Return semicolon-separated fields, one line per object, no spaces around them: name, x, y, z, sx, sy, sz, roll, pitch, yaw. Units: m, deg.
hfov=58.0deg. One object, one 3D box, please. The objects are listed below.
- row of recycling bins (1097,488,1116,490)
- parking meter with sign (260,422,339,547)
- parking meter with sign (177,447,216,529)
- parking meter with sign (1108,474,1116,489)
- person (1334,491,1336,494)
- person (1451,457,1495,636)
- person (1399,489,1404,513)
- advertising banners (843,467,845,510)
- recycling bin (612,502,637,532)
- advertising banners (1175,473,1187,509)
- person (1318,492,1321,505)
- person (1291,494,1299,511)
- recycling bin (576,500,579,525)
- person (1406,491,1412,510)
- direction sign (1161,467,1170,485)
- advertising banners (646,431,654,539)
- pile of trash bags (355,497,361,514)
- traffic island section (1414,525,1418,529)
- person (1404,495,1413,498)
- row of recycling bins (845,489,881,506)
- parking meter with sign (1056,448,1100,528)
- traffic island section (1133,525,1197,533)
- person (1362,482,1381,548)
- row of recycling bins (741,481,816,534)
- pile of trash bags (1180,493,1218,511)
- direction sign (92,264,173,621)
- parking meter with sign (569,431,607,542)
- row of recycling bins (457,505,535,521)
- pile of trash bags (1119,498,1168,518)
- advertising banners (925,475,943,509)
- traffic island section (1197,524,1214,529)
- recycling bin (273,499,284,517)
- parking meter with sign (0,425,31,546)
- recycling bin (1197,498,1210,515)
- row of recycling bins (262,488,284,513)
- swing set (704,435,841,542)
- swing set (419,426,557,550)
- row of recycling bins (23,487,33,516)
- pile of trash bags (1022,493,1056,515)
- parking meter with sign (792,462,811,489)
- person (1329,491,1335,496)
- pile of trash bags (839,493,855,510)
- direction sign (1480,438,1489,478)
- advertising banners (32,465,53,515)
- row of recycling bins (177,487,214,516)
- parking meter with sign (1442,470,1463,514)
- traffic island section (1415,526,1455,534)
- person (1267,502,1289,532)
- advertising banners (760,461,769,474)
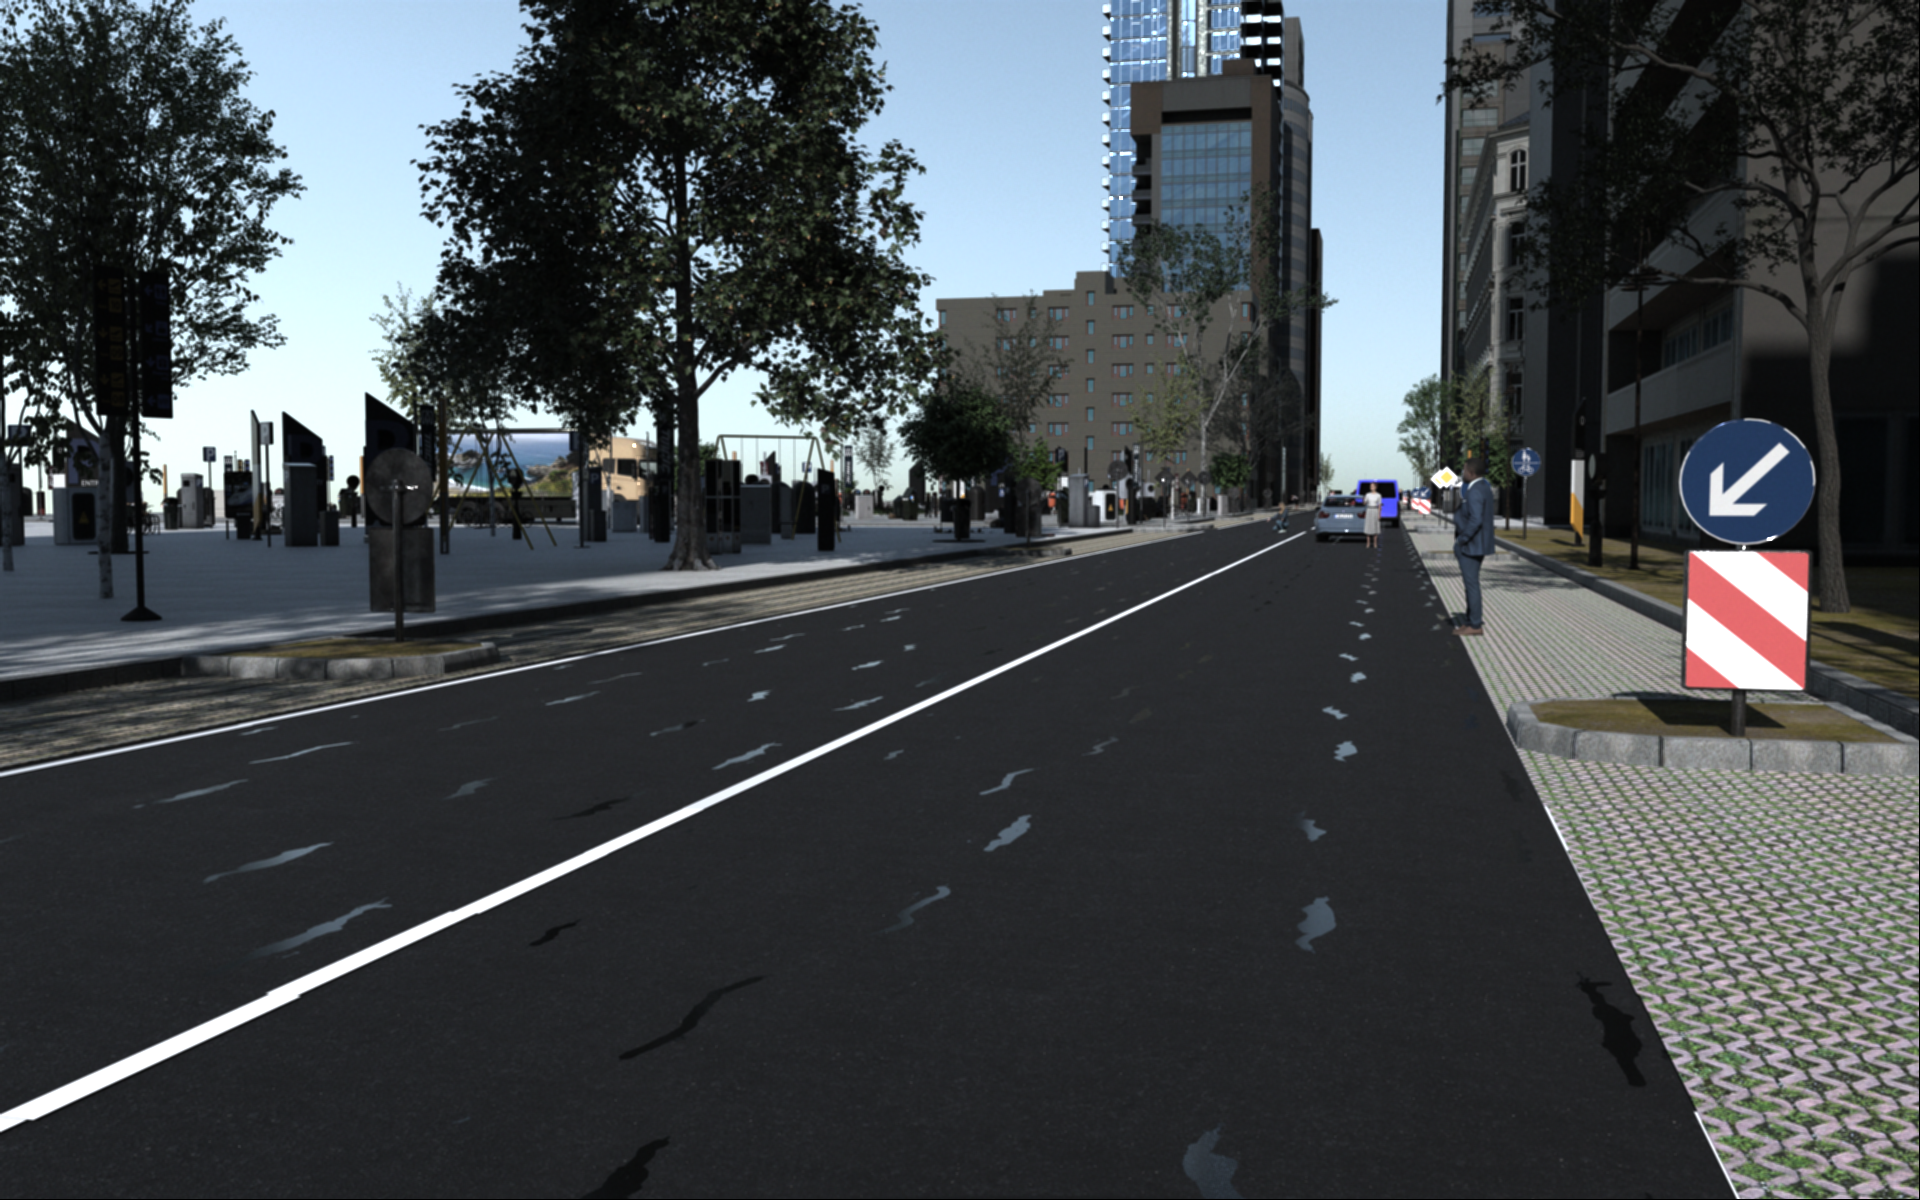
row of recycling bins;10.673;-7.209;124.987;1.069;1.692;3.534;2;4;24
parking meter with sign;-16.180;-2.829;42.523;0.543;3.016;1.738;3;5;44
parking meter with sign;-28.501;-4.162;64.313;1.738;3.016;0.543;1;4;19
parking meter with sign;11.877;-8.114;128.930;1.738;3.016;0.543;-2;4;-32
person;49.378;-13.462;228.545;1.348;1.831;0.705;3;5;40
person;5.186;-0.539;17.494;0.419;1.800;0.721;1;4;19
person;30.800;-6.868;121.024;0.641;1.798;0.478;-1;4;-22
advertising banners;-7.611;-7.192;113.769;0.090;3.025;2.074;0;4;-6
recycling bin;-11.356;-2.819;58.648;0.722;1.027;0.722;0;4;2
advertising banners;18.908;-9.241;147.272;2.074;3.025;0.090;-3;5;-43
person;43.918;-12.358;211.472;0.530;1.710;0.541;3;4;38
person;28.935;-8.438;149.657;0.628;1.438;0.799;3;5;43
recycling bin;-15.428;-3.596;71.341;0.722;1.027;0.722;-1;4;-9
person;40.670;-9.014;156.603;0.721;1.735;1.217;3;5;41
direction sign;17.482;-9.514;147.546;0.876;3.537;0.379;3;5;39
advertising banners;-8.829;-3.257;49.434;0.090;3.025;2.074;0;4;-4
pile of trash bags;-37.731;-6.183;110.841;1.912;1.369;3.447;3;5;41
traffic island section;19.536;-2.948;70.475;2.009;0.180;2.903;1;4;14
person;52.897;-11.980;204.389;1.348;1.823;0.705;3;5;41
row of recycling bins;-8.726;-8.963;153.661;3.534;1.692;1.069;-1;4;-22
parking meter with sign;4.513;-4.257;65.862;1.738;3.016;0.543;2;4;35
traffic island section;7.675;-2.624;65.183;2.009;0.180;2.903;1;4;14
person;10.900;-2.250;45.865;0.480;1.755;0.524;1;4;17
row of recycling bins;-6.250;-3.056;57.080;3.534;1.692;1.069;2;4;32
pile of trash bags;18.729;-7.636;134.603;3.447;1.369;1.912;-1;4;-14
direction sign;-8.340;-1.562;17.537;0.379;3.537;0.876;2;4;26
parking meter with sign;-10.113;-3.124;47.334;0.543;3.016;1.738;-2;4;-31
row of recycling bins;-21.746;-4.529;81.155;3.534;1.692;1.069;-1;4;-11
pile of trash bags;9.578;-5.078;92.770;1.912;1.369;3.447;3;4;39
advertising banners;-2.114;-9.059;144.303;2.074;3.025;0.090;-3;5;-43
traffic island section;9.596;-3.098;72.934;2.009;0.180;2.903;1;4;14
recycling bin;-37.532;-5.085;95.692;0.722;1.027;0.722;-1;4;-15
parking meter with sign;-23.651;-2.849;42.846;0.543;3.016;1.738;0;4;-1
recycling bin;15.079;-5.788;107.186;0.722;1.027;0.722;1;4;16
row of recycling bins;-47.770;-6.931;120.438;3.534;1.692;1.069;-1;4;-9
swing set;-5.240;-2.986;46.434;3.119;2.851;2.862;-2;4;-32
swing set;-11.352;-2.681;41.457;2.862;2.851;3.119;0;4;-2
row of recycling bins;-55.110;-5.695;100.225;1.069;1.692;3.534;1;4;8
pile of trash bags;4.932;-5.944;106.934;1.912;1.369;3.447;-2;4;-30
parking meter with sign;-8.930;-6.087;95.782;0.543;3.016;1.738;-3;5;-39
person;32.468;-8.652;150.890;0.756;1.711;0.436;-1;4;-13
pile of trash bags;-8.720;-7.936;139.506;3.447;1.369;1.912;3;5;44
direction sign;21.102;-4.757;69.776;0.379;3.537;0.876;3;5;39
advertising banners;-55.659;-6.642;104.791;0.090;3.025;2.074;2;4;31
row of recycling bins;-46.251;-5.971;104.736;3.534;1.692;1.069;3;5;39
parking meter with sign;32.520;-7.188;113.780;1.738;3.016;0.543;-2;4;-26
traffic island section;17.615;-2.474;62.724;2.009;0.180;2.903;1;4;14
person;11.971;-3.099;64.660;0.738;1.151;1.012;-1;4;-11
advertising banners;-9.827;-5.934;93.215;2.074;3.025;0.090;-2;4;-31
